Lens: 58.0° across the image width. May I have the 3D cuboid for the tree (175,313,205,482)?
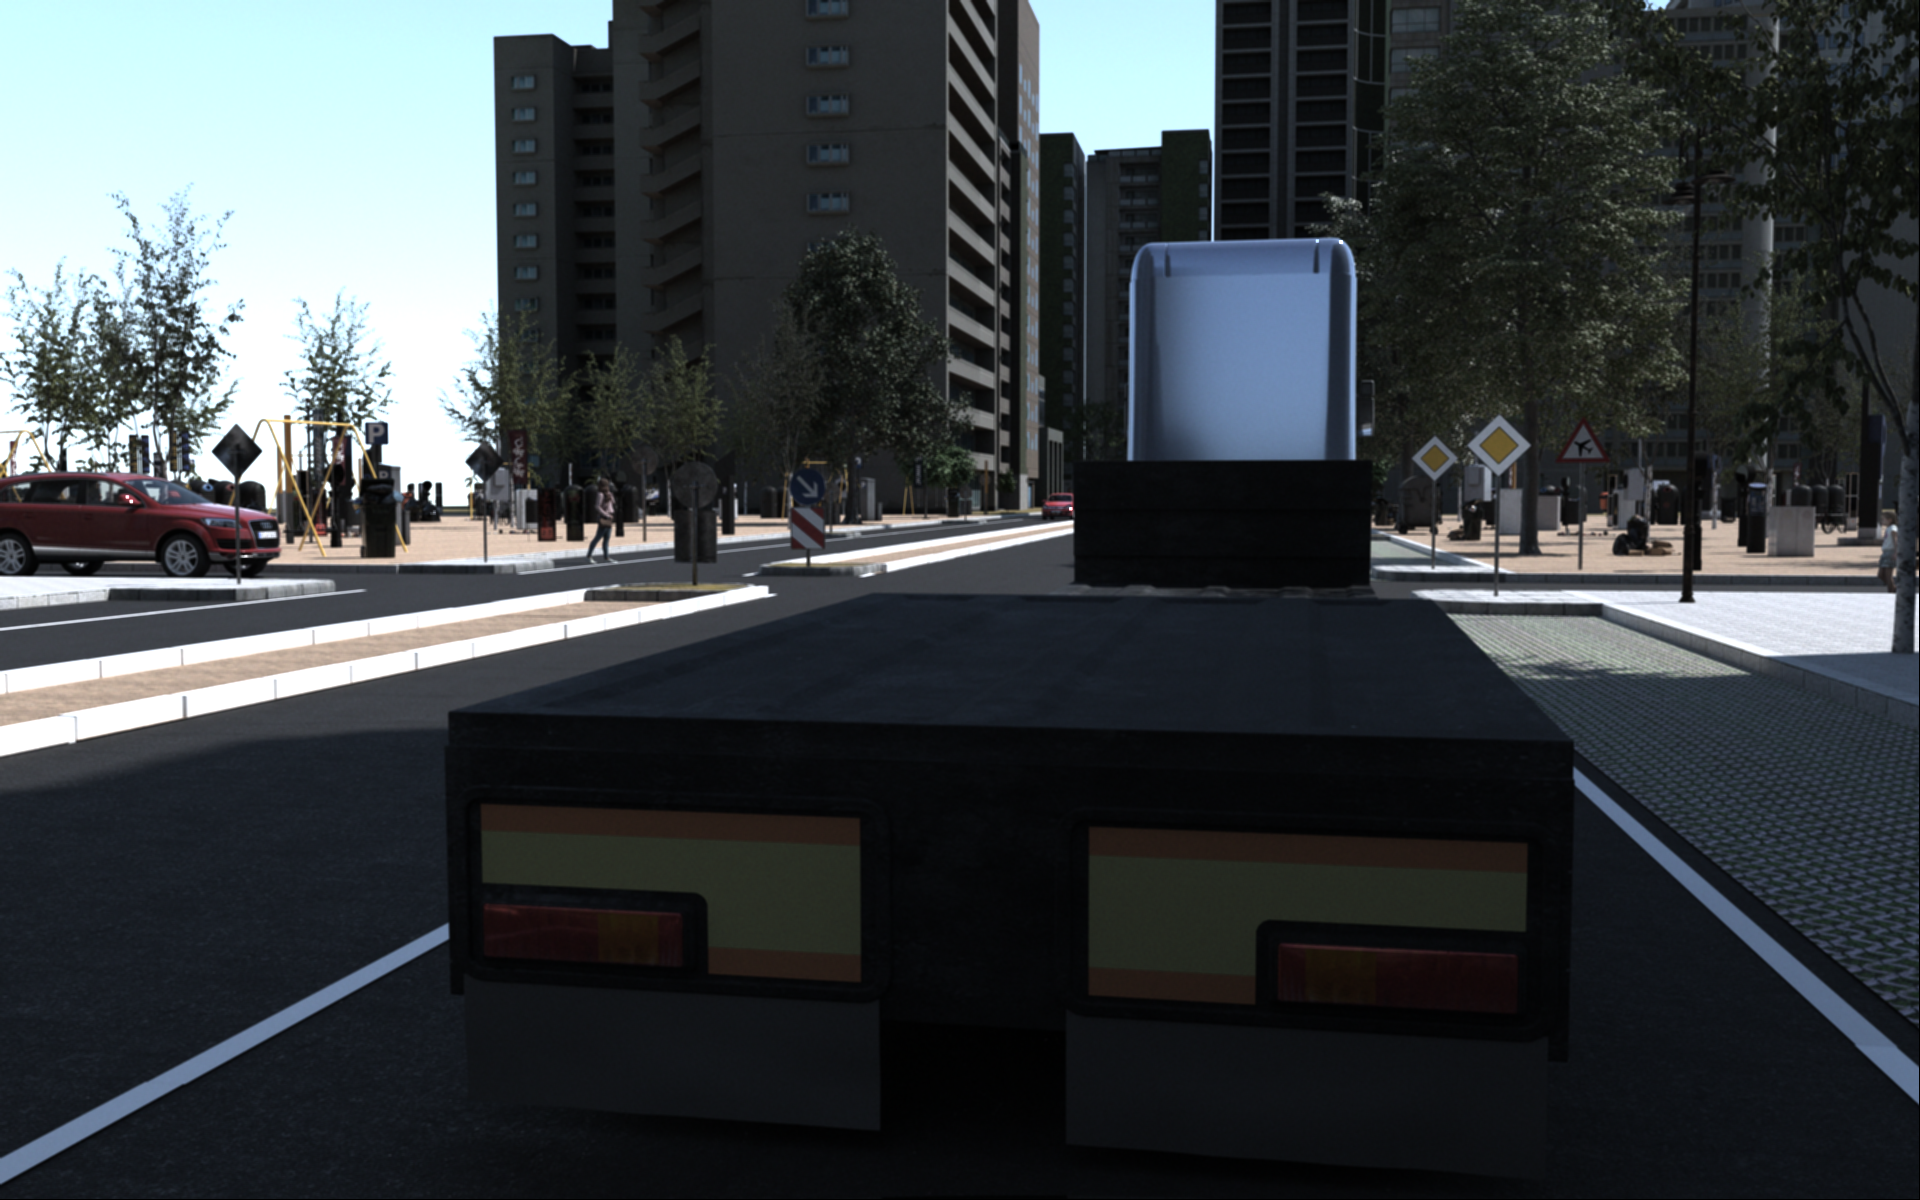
[{"bbox_3d":[-30.605,-6.821,61.892,4.737,8.622,4.395,0,3,0],"label":"tree"}]

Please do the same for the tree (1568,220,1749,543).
[{"bbox_3d":[18.033,-5.809,45.338,4.360,8.622,3.978,0,3,0],"label":"tree"}]

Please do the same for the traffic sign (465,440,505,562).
[{"bbox_3d":[-8.909,-1.764,32.477,0.795,2.450,0.064,1,4,10],"label":"traffic sign"}]

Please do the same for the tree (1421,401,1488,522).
[{"bbox_3d":[22.975,-7.946,80.283,4.360,8.622,3.978,0,3,0],"label":"tree"}]

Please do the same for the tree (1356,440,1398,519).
[{"bbox_3d":[21.002,-6.486,89.754,4.285,4.588,4.351,0,3,0],"label":"tree"}]

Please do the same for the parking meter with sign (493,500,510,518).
[{"bbox_3d":[-24.395,-5.861,92.082,0.543,3.016,1.738,-3,5,-45],"label":"parking meter with sign"}]

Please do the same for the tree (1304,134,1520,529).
[{"bbox_3d":[16.255,-9.555,62.884,9.857,13.997,8.962,0,3,0],"label":"tree"}]

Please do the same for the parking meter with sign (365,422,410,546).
[{"bbox_3d":[-14.103,-2.848,42.825,0.543,3.016,1.738,0,4,1],"label":"parking meter with sign"}]

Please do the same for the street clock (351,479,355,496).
[{"bbox_3d":[-26.404,-4.301,74.898,0.358,2.002,0.471,2,4,32],"label":"street clock"}]

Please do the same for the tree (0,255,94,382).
[{"bbox_3d":[-28.260,-6.358,54.312,4.737,8.622,4.395,0,3,0],"label":"tree"}]

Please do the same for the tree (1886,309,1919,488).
[{"bbox_3d":[36.380,-7.015,65.061,4.360,8.622,3.978,0,3,0],"label":"tree"}]

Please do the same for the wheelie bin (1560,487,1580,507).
[{"bbox_3d":[27.340,-4.258,77.527,0.980,1.594,0.693,0,4,3],"label":"wheelie bin"}]

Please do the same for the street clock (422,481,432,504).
[{"bbox_3d":[-28.788,-5.449,93.668,0.471,2.002,0.358,0,4,1],"label":"street clock"}]

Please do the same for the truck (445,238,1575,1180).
[{"bbox_3d":[1.848,-1.406,12.746,2.967,4.110,18.799,1,4,11],"label":"truck"}]

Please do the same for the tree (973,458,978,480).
[{"bbox_3d":[-0.631,-7.089,99.622,4.285,4.588,4.351,0,3,0],"label":"tree"}]

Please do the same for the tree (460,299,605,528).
[{"bbox_3d":[-16.896,-7.073,66.009,4.737,8.622,4.395,0,3,0],"label":"tree"}]

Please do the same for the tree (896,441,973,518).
[{"bbox_3d":[-1.838,-6.622,91.991,4.285,4.588,4.351,0,3,0],"label":"tree"}]

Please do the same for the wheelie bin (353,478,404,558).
[{"bbox_3d":[-11.692,-1.651,34.910,0.980,1.594,0.693,-2,4,-29],"label":"wheelie bin"}]

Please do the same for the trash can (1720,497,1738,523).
[{"bbox_3d":[34.424,-4.033,77.593,0.748,1.137,0.748,0,3,0],"label":"trash can"}]

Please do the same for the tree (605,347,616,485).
[{"bbox_3d":[-16.947,-8.196,84.371,4.737,8.622,4.395,0,3,0],"label":"tree"}]

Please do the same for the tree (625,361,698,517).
[{"bbox_3d":[-16.165,-8.872,95.424,4.360,8.622,3.978,0,3,0],"label":"tree"}]

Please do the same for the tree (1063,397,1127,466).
[{"bbox_3d":[14.169,-15.768,183.560,9.928,11.665,9.643,0,3,0],"label":"tree"}]

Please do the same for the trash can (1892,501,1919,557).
[{"bbox_3d":[19.503,-1.459,35.504,0.748,1.137,0.748,0,3,0],"label":"trash can"}]

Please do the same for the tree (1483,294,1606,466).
[{"bbox_3d":[29.614,-9.955,88.511,9.928,11.665,9.643,0,3,0],"label":"tree"}]

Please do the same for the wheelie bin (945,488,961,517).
[{"bbox_3d":[-0.342,-5.331,95.075,0.980,1.594,0.693,0,4,-2],"label":"wheelie bin"}]

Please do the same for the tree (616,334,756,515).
[{"bbox_3d":[-12.483,-7.888,79.327,4.737,8.622,4.395,0,3,0],"label":"tree"}]

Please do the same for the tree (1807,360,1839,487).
[{"bbox_3d":[42.246,-8.187,84.220,4.360,8.622,3.978,0,3,0],"label":"tree"}]

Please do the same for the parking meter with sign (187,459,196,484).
[{"bbox_3d":[-37.922,-5.461,85.550,0.543,3.016,1.738,-2,4,-33],"label":"parking meter with sign"}]

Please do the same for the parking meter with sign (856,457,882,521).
[{"bbox_3d":[-4.345,-5.243,81.988,0.543,3.016,1.738,2,4,33],"label":"parking meter with sign"}]

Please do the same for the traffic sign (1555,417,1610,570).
[{"bbox_3d":[10.505,-1.790,29.266,0.884,2.594,0.081,1,4,12],"label":"traffic sign"}]

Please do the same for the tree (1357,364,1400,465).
[{"bbox_3d":[23.349,-9.007,97.626,4.737,8.622,4.395,0,3,0],"label":"tree"}]

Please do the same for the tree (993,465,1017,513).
[{"bbox_3d":[3.229,-7.447,116.360,1.663,3.219,1.824,0,3,0],"label":"tree"}]

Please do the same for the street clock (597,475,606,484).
[{"bbox_3d":[-13.853,-3.820,67.032,0.358,2.002,0.471,-2,4,-28],"label":"street clock"}]

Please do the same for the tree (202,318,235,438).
[{"bbox_3d":[-31.203,-7.276,69.323,4.737,8.622,4.395,0,3,0],"label":"tree"}]

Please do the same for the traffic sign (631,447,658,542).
[{"bbox_3d":[-8.525,-2.853,46.754,0.768,2.556,0.104,1,4,11],"label":"traffic sign"}]

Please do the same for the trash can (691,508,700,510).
[{"bbox_3d":[-13.091,-4.498,85.188,0.748,1.137,0.748,0,3,0],"label":"trash can"}]

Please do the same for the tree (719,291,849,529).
[{"bbox_3d":[-6.312,-6.877,62.805,4.360,8.622,3.978,0,3,0],"label":"tree"}]

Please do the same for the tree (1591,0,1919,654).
[{"bbox_3d":[7.506,-3.889,13.952,4.737,8.622,4.395,0,3,0],"label":"tree"}]

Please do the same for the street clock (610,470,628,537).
[{"bbox_3d":[-10.243,-2.906,52.090,0.471,2.002,0.358,-3,5,-41],"label":"street clock"}]

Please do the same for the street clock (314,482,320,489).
[{"bbox_3d":[-34.036,-5.337,91.827,0.471,2.002,0.358,1,4,10],"label":"street clock"}]

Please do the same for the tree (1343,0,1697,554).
[{"bbox_3d":[11.797,-7.258,36.788,7.486,12.596,7.792,0,3,0],"label":"tree"}]

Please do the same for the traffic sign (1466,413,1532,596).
[{"bbox_3d":[6.722,-1.102,21.665,0.795,2.450,0.064,1,4,10],"label":"traffic sign"}]

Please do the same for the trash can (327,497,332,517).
[{"bbox_3d":[-35.218,-5.208,96.807,0.748,1.137,0.748,0,3,0],"label":"trash can"}]

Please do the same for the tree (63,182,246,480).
[{"bbox_3d":[-19.031,-5.553,41.159,4.360,8.622,3.978,0,3,0],"label":"tree"}]

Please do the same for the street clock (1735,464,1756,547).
[{"bbox_3d":[19.135,-2.304,42.237,0.358,2.002,0.471,-1,4,-15],"label":"street clock"}]

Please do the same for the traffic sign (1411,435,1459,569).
[{"bbox_3d":[8.081,-1.584,29.534,0.795,2.450,0.064,1,4,10],"label":"traffic sign"}]

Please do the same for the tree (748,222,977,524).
[{"bbox_3d":[-4.544,-9.577,73.585,9.611,12.733,9.660,0,3,0],"label":"tree"}]

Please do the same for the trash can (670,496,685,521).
[{"bbox_3d":[-13.717,-4.425,84.005,0.748,1.137,0.748,0,3,0],"label":"trash can"}]

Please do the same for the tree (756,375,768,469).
[{"bbox_3d":[-13.296,-9.596,107.257,4.737,8.622,4.395,0,3,0],"label":"tree"}]

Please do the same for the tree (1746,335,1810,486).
[{"bbox_3d":[27.728,-6.896,63.118,4.360,8.622,3.978,0,3,0],"label":"tree"}]

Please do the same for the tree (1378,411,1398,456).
[{"bbox_3d":[23.526,-10.539,106.732,8.767,10.594,7.601,-1,4,-18],"label":"tree"}]

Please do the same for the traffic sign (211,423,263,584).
[{"bbox_3d":[-10.268,-1.282,24.608,0.795,2.450,0.064,1,4,10],"label":"traffic sign"}]

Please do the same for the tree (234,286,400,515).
[{"bbox_3d":[-22.425,-6.835,62.122,4.737,8.622,4.395,0,3,0],"label":"tree"}]

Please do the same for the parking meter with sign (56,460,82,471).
[{"bbox_3d":[-45.811,-5.723,89.840,1.738,3.016,0.543,-1,4,-17],"label":"parking meter with sign"}]

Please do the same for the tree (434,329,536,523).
[{"bbox_3d":[-20.868,-7.755,77.149,4.360,8.622,3.978,0,3,0],"label":"tree"}]

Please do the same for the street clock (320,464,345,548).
[{"bbox_3d":[-14.973,-2.260,41.521,0.358,2.002,0.471,1,4,15],"label":"street clock"}]

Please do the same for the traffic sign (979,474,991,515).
[{"bbox_3d":[1.524,-6.559,107.347,0.768,2.556,0.104,1,4,17],"label":"traffic sign"}]

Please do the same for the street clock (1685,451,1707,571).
[{"bbox_3d":[12.347,-1.498,29.061,0.358,2.002,0.471,1,4,11],"label":"street clock"}]

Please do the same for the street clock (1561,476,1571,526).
[{"bbox_3d":[24.587,-4.020,70.301,0.358,2.002,0.471,3,5,40],"label":"street clock"}]
